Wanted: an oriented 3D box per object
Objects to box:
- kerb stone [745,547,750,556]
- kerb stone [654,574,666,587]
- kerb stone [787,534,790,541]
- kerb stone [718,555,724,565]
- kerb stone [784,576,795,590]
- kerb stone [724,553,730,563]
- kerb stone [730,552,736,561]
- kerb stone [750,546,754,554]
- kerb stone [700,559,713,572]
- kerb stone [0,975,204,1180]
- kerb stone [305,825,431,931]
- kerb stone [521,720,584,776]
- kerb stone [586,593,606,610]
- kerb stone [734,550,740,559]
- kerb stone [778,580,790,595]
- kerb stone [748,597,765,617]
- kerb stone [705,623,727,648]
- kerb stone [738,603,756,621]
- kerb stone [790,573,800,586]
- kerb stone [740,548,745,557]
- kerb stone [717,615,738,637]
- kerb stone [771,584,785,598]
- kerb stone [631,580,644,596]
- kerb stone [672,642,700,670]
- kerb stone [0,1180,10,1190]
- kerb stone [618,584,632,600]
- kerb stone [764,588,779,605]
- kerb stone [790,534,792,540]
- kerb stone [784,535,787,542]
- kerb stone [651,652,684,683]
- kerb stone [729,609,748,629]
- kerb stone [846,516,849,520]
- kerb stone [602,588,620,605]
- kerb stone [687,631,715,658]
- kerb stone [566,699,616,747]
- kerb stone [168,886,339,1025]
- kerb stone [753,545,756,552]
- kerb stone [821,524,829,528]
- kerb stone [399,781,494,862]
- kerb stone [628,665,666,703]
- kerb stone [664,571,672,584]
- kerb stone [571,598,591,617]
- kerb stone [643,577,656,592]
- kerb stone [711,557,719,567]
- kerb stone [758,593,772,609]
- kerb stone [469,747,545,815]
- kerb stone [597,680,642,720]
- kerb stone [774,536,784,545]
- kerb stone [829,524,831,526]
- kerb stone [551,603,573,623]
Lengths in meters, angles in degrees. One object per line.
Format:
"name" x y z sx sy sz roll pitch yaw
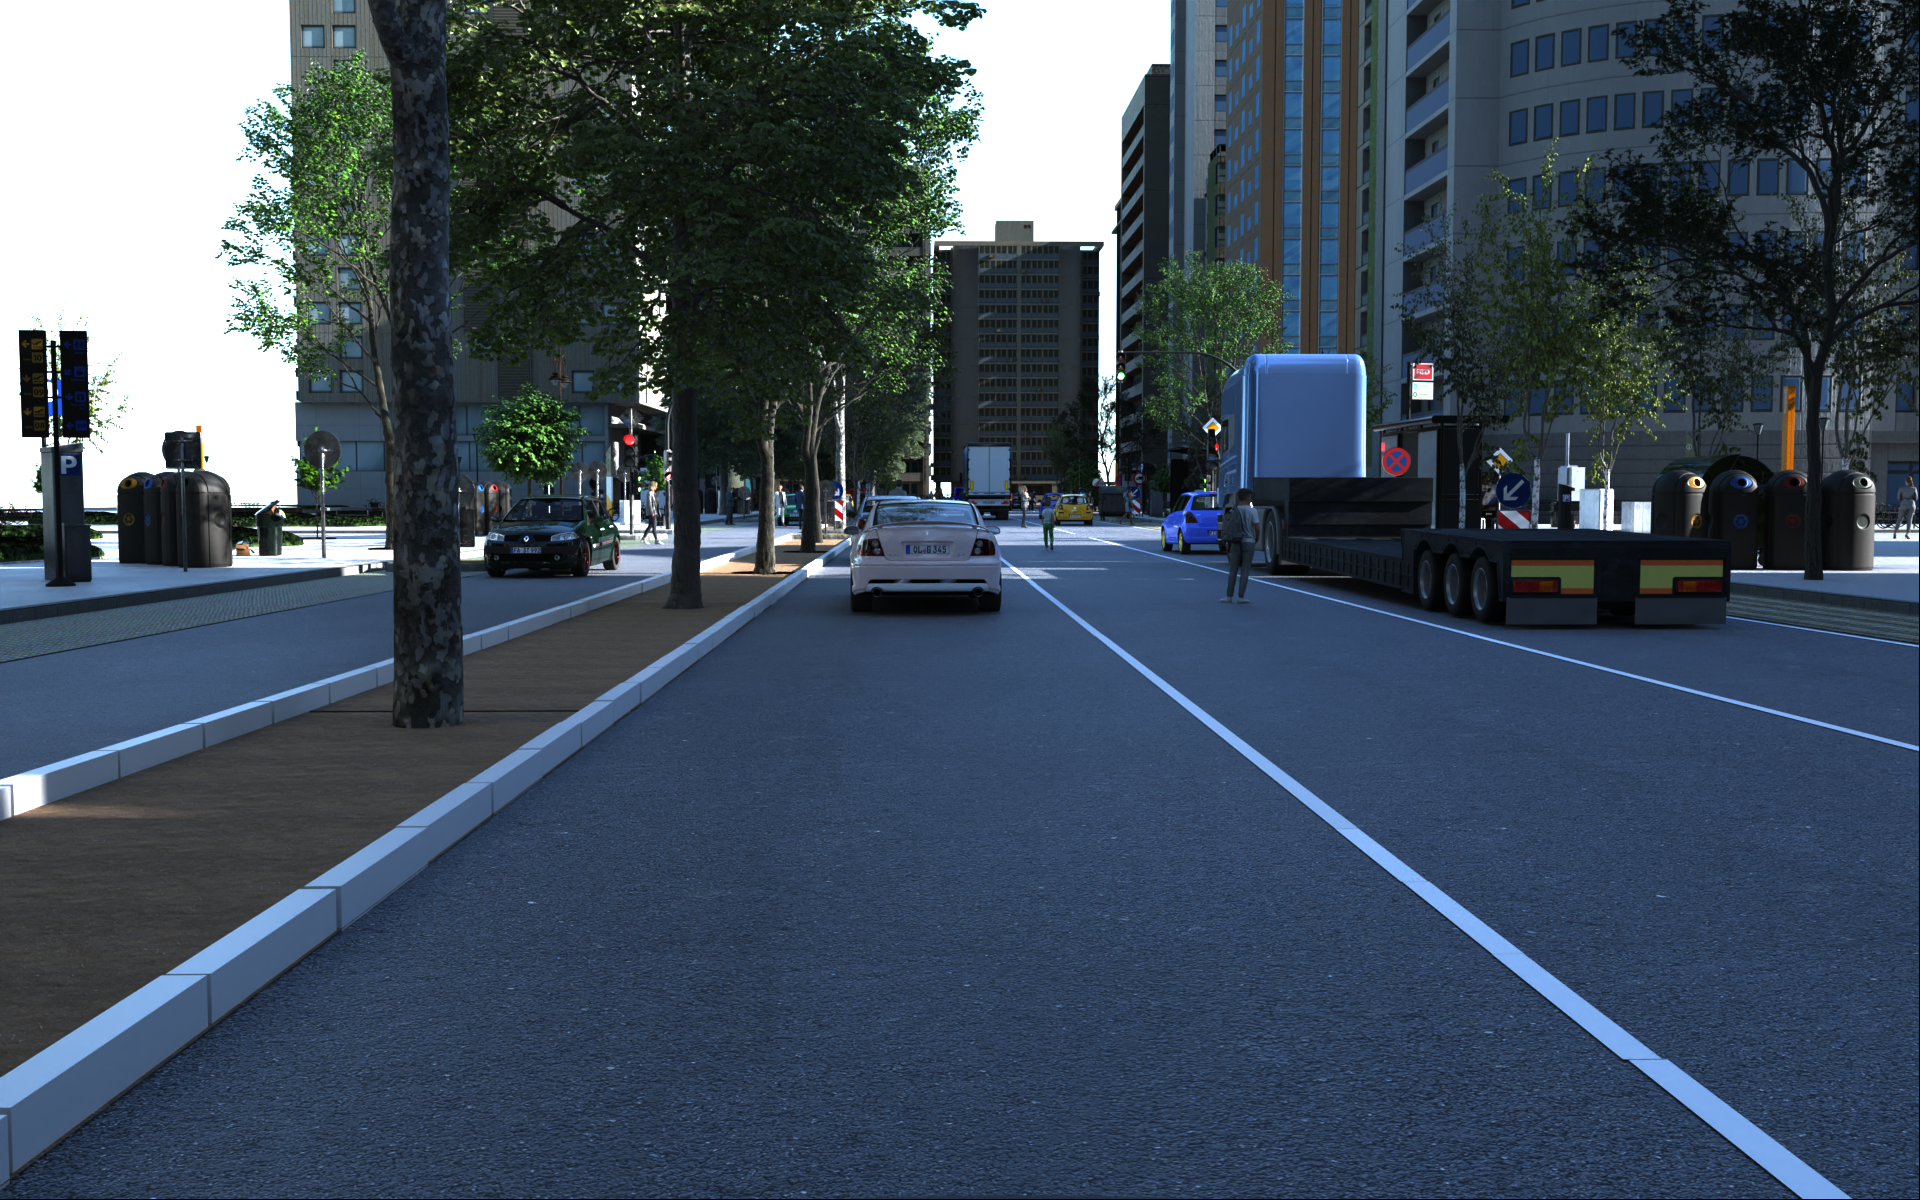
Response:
"kerb stone" -5.019 -1.084 39.927 0.120 0.150 1.000 0 4 -1
"kerb stone" -4.695 -0.269 26.598 0.120 0.150 1.000 0 4 -1
"kerb stone" -5.312 -1.837 52.233 0.120 0.150 1.000 0 4 -1
"kerb stone" -4.901 -0.769 34.783 0.120 0.150 1.000 0 4 -1
"kerb stone" -2.571 -0.212 25.657 0.120 0.150 1.000 0 4 -1
"kerb stone" -4.919 -0.832 35.805 0.120 0.150 1.000 0 4 -1
"kerb stone" -4.939 -0.894 36.829 0.120 0.150 1.000 0 4 -1
"kerb stone" -5.045 -1.147 40.951 0.120 0.150 1.000 0 4 -1
"kerb stone" -4.842 -0.643 32.740 0.120 0.150 1.000 0 4 -1
"kerb stone" -2.056 1.105 4.122 0.120 0.150 1.000 0 4 -1
"kerb stone" -2.097 0.981 6.169 0.120 0.150 1.000 0 4 -1
"kerb stone" -2.179 0.793 9.237 0.120 0.150 1.000 0 4 -1
"kerb stone" -4.571 0.044 21.469 0.120 0.150 1.000 0 4 -1
"kerb stone" -4.970 -0.952 37.864 0.120 0.150 1.000 0 4 -1
"kerb stone" -2.547 -0.149 24.631 0.120 0.150 1.000 0 4 -1
"kerb stone" -2.443 0.102 20.534 0.120 0.150 1.000 0 4 -1
"kerb stone" -2.345 0.354 16.412 0.120 0.150 1.000 0 4 -1
"kerb stone" -2.433 0.166 19.512 0.120 0.150 1.000 0 4 -1
"kerb stone" -2.598 -0.275 26.684 0.120 0.150 1.000 0 4 -1
"kerb stone" -4.988 -1.021 38.895 0.120 0.150 1.000 0 4 -1
"kerb stone" -2.374 0.290 17.449 0.120 0.150 1.000 0 4 -1
"kerb stone" -2.524 -0.086 23.610 0.120 0.150 1.000 0 4 -1
"kerb stone" -4.652 -0.144 24.543 0.120 0.150 1.000 0 4 -1
"kerb stone" -2.299 0.483 14.352 0.120 0.150 1.000 0 4 -1
"kerb stone" -2.024 1.173 3.097 0.120 0.150 1.000 0 4 -1
"kerb stone" -4.627 -0.081 23.521 0.120 0.150 1.000 0 4 -1
"kerb stone" -2.494 -0.024 22.588 0.120 0.150 1.000 0 4 -1
"kerb stone" -5.341 -1.894 53.255 0.120 0.150 1.000 0 4 -1
"kerb stone" -5.288 -1.774 51.207 0.120 0.150 1.000 0 4 -1
"kerb stone" -2.273 0.542 13.330 0.120 0.150 1.000 0 4 -1
"kerb stone" -2.403 0.227 18.482 0.120 0.150 1.000 0 4 -1
"kerb stone" -6.520 -4.879 101.978 0.120 0.150 1.000 0 4 -1
"kerb stone" -4.601 -0.019 22.500 0.120 0.150 1.000 0 4 -1
"kerb stone" -2.322 0.417 15.385 0.120 0.150 1.000 0 4 -1
"kerb stone" -2.201 0.735 10.259 0.120 0.150 1.000 0 4 -1
"kerb stone" -2.082 1.047 5.147 0.120 0.150 1.000 0 4 -1
"kerb stone" -5.069 -1.210 41.975 0.120 0.150 1.000 0 4 -1
"kerb stone" -5.875 -3.250 75.335 0.120 0.150 1.000 0 4 -1
"kerb stone" -2.129 0.918 7.191 0.120 0.150 1.000 0 4 -1
"kerb stone" -2.245 0.605 12.309 0.120 0.150 1.000 0 4 -1
"kerb stone" -4.719 -0.332 27.623 0.120 0.150 1.000 0 4 -1
"kerb stone" -4.548 0.111 20.448 0.120 0.150 1.000 0 4 -1
"kerb stone" -4.665 -0.206 25.566 0.120 0.150 1.000 0 4 -1
"kerb stone" -4.868 -0.707 33.761 0.120 0.150 1.000 0 4 -1
"kerb stone" -2.475 0.043 21.567 0.120 0.150 1.000 0 4 -1
"kerb stone" -2.150 0.857 8.215 0.120 0.150 1.000 0 4 -1
"kerb stone" -2.229 0.667 11.287 0.120 0.150 1.000 0 4 -1
"kerb stone" -5.264 -1.712 50.184 0.120 0.150 1.000 0 4 -1
"kerb stone" -5.903 -3.313 76.357 0.120 0.150 1.000 0 4 -1
"kerb stone" -4.533 0.173 19.422 0.120 0.150 1.000 0 4 -1
